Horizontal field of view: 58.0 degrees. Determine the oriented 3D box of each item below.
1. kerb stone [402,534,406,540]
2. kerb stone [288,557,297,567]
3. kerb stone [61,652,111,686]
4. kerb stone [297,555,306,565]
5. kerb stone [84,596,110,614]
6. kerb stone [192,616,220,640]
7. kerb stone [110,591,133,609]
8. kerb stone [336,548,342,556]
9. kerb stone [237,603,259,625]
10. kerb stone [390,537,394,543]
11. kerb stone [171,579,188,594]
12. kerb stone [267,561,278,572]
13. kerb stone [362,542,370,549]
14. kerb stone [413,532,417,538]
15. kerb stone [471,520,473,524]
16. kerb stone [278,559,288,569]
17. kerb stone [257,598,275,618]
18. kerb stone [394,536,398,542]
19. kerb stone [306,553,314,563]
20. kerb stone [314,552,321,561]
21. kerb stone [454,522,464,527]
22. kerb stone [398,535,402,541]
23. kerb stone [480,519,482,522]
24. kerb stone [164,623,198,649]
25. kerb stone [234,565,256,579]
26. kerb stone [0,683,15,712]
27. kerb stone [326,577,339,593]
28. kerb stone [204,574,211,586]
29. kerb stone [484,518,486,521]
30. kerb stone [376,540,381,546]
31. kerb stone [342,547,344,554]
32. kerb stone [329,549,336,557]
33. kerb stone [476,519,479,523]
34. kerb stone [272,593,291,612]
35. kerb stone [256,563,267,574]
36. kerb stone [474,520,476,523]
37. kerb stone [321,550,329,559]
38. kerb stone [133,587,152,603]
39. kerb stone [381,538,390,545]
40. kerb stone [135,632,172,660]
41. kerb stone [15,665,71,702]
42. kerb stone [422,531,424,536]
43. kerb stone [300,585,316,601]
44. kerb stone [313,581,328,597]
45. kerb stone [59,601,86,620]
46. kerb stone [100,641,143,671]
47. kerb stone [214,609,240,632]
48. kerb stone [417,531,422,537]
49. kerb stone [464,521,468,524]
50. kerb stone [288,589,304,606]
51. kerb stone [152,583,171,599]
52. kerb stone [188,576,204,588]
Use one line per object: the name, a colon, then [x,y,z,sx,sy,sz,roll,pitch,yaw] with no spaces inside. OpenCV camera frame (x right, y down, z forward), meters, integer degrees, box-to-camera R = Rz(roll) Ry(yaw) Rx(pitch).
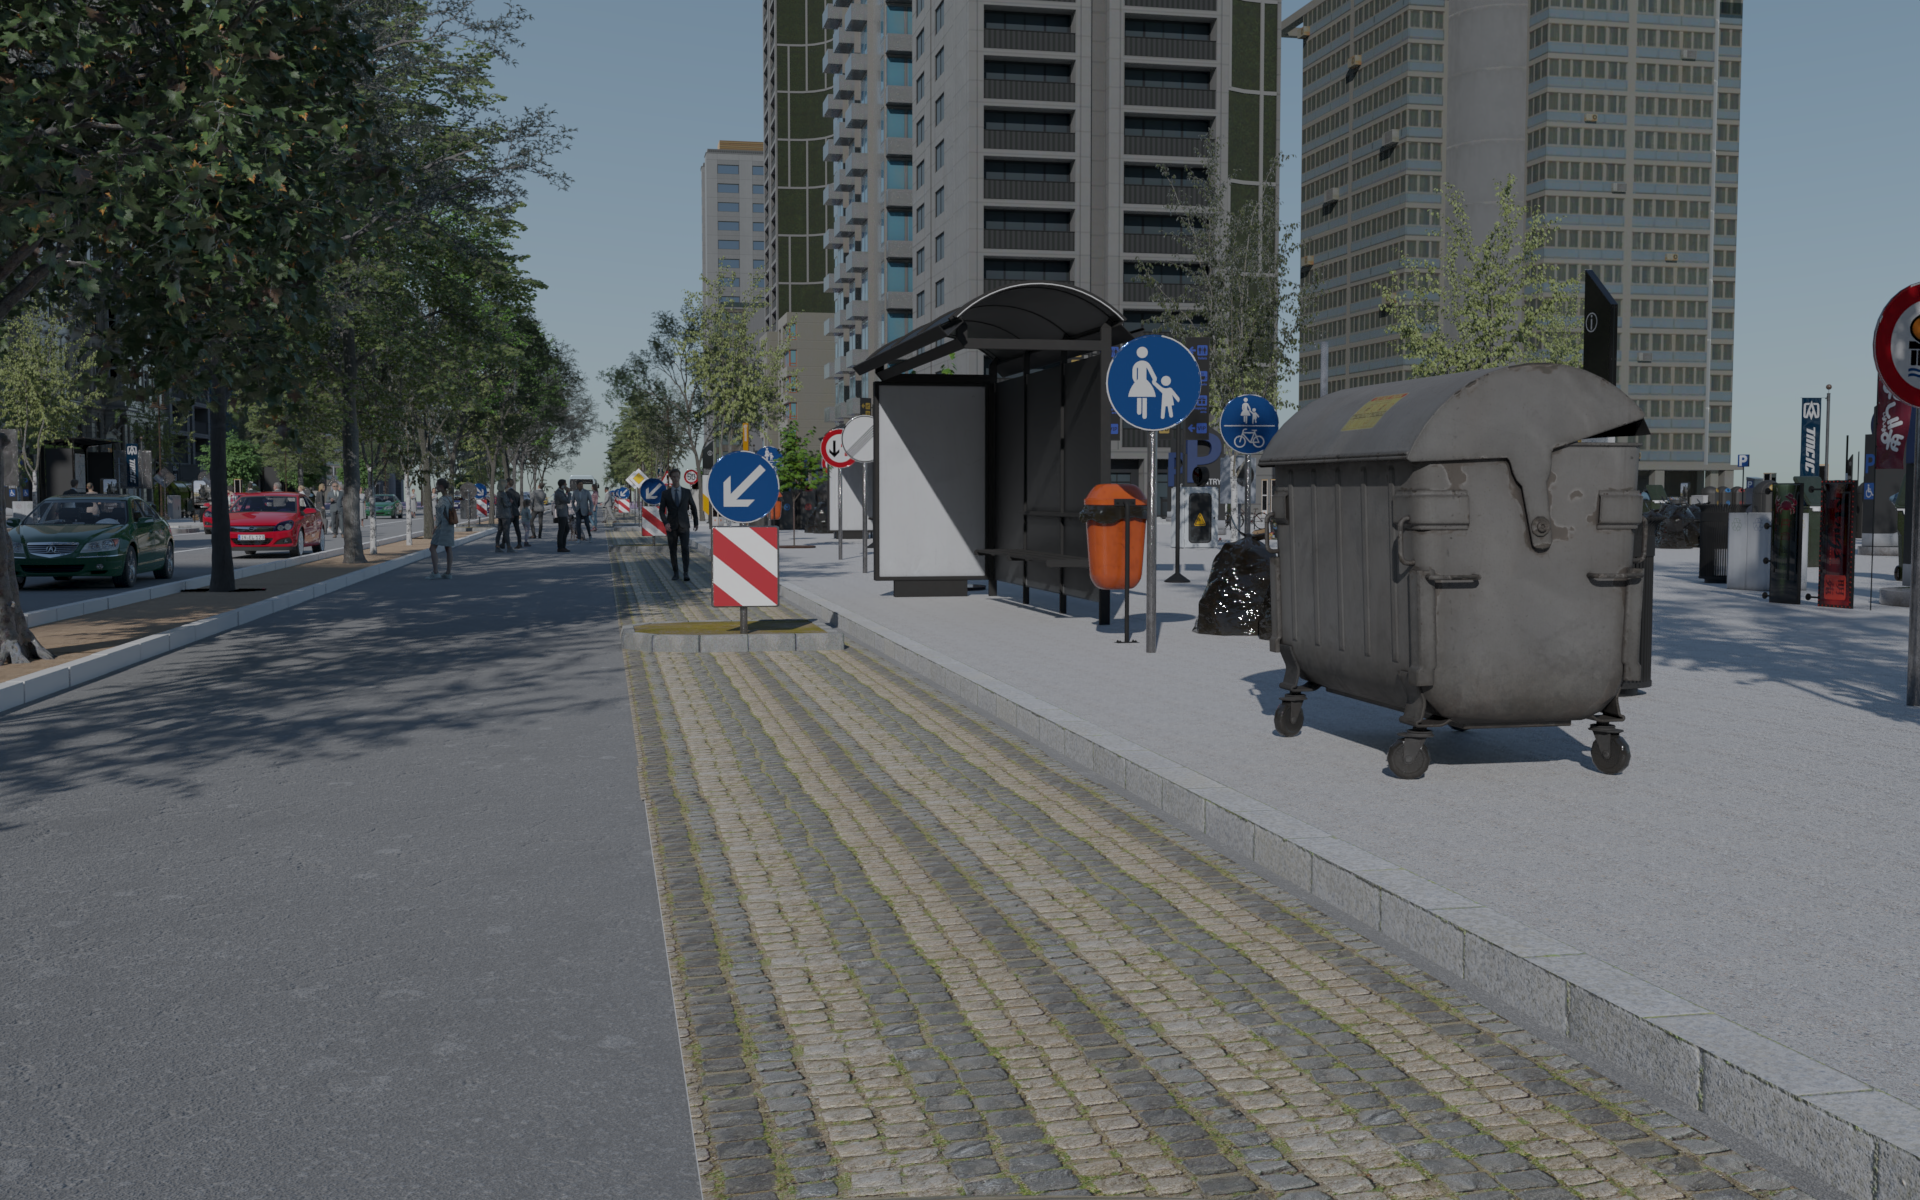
kerb stone: [-17.172,-1.883,53.047,0.120,0.150,1.000,-1,4,-12]
kerb stone: [-13.204,-0.716,33.982,0.120,0.150,1.000,-1,4,-12]
kerb stone: [-6.778,0.542,13.362,0.120,0.150,1.000,-1,4,-12]
kerb stone: [-13.419,-0.782,34.981,0.120,0.150,1.000,-1,4,-12]
kerb stone: [-10.501,0.078,20.918,0.120,0.150,1.000,-1,4,-12]
kerb stone: [-7.617,0.295,17.366,0.120,0.150,1.000,-1,4,-12]
kerb stone: [-10.700,0.020,21.921,0.120,0.150,1.000,-1,4,-12]
kerb stone: [-14.463,-1.088,39.991,0.120,0.150,1.000,-1,4,-12]
kerb stone: [-8.028,0.173,19.373,0.120,0.150,1.000,-1,4,-12]
kerb stone: [-16.545,-1.703,50.041,0.120,0.150,1.000,-1,4,-12]
kerb stone: [-11.337,-0.167,24.927,0.120,0.150,1.000,-1,4,-12]
kerb stone: [-12.792,-0.595,31.960,0.120,0.150,1.000,-1,4,-12]
kerb stone: [-15.718,-1.457,46.014,0.120,0.150,1.000,-1,4,-12]
kerb stone: [-17.787,-2.071,56.051,0.120,0.150,1.000,-1,4,-12]
kerb stone: [-22.921,-3.579,80.712,0.120,0.150,1.000,-1,4,-12]
kerb stone: [-13.001,-0.659,32.972,0.120,0.150,1.000,-1,4,-12]
kerb stone: [-8.244,0.115,20.380,0.120,0.150,1.000,-1,4,-12]
kerb stone: [-16.753,-1.763,51.042,0.120,0.150,1.000,-1,4,-12]
kerb stone: [-13.628,-0.843,35.986,0.120,0.150,1.000,-1,4,-12]
kerb stone: [-13.847,-0.899,36.986,0.120,0.150,1.000,-1,4,-12]
kerb stone: [-21.877,-3.271,75.674,0.120,0.150,1.000,-1,4,-12]
kerb stone: [-16.967,-1.825,52.042,0.120,0.150,1.000,-1,4,-12]
kerb stone: [-24.178,-3.948,86.746,0.120,0.150,1.000,-1,4,-12]
kerb stone: [-7.409,0.357,16.365,0.120,0.150,1.000,-1,4,-12]
kerb stone: [-12.371,-0.472,29.946,0.120,0.150,1.000,-1,4,-12]
kerb stone: [-6.368,0.666,11.356,0.120,0.150,1.000,-1,4,-12]
kerb stone: [-9.280,-0.196,25.399,0.120,0.150,1.000,-1,4,-12]
kerb stone: [-11.758,-0.290,26.939,0.120,0.150,1.000,-1,4,-12]
kerb stone: [-24.804,-4.127,89.760,0.120,0.150,1.000,-1,4,-12]
kerb stone: [-15.927,-1.516,47.018,0.120,0.150,1.000,-1,4,-12]
kerb stone: [-14.679,-1.145,40.990,0.120,0.150,1.000,-1,4,-12]
kerb stone: [-14.252,-1.027,38.991,0.120,0.150,1.000,-1,4,-12]
kerb stone: [-23.758,-3.825,84.735,0.120,0.150,1.000,-1,4,-12]
kerb stone: [-8.448,0.050,21.382,0.120,0.150,1.000,-1,4,-12]
kerb stone: [-12.584,-0.536,30.956,0.120,0.150,1.000,-1,4,-12]
kerb stone: [-23.346,-3.700,82.722,0.120,0.150,1.000,-1,4,-12]
kerb stone: [-14.048,-0.963,37.988,0.120,0.150,1.000,-1,4,-12]
kerb stone: [-10.917,-0.045,22.925,0.120,0.150,1.000,-1,4,-12]
kerb stone: [-16.337,-1.636,49.037,0.120,0.150,1.000,-1,4,-12]
kerb stone: [-7.203,0.418,15.362,0.120,0.150,1.000,-1,4,-12]
kerb stone: [-6.574,0.603,12.357,0.120,0.150,1.000,-1,4,-12]
kerb stone: [-18.430,-2.250,59.058,0.120,0.150,1.000,-1,4,-12]
kerb stone: [-8.875,-0.071,23.384,0.120,0.150,1.000,-1,4,-12]
kerb stone: [-9.077,-0.134,24.389,0.120,0.150,1.000,-1,4,-12]
kerb stone: [-10.293,0.139,19.917,0.120,0.150,1.000,-1,4,-12]
kerb stone: [-6.993,0.479,14.362,0.120,0.150,1.000,-1,4,-12]
kerb stone: [-7.828,0.234,18.366,0.120,0.150,1.000,-1,4,-12]
kerb stone: [-18.217,-2.193,58.058,0.120,0.150,1.000,-1,4,-12]
kerb stone: [-22.292,-3.394,77.690,0.120,0.150,1.000,-1,4,-12]
kerb stone: [-8.655,-0.011,22.383,0.120,0.150,1.000,-1,4,-12]
kerb stone: [-11.117,-0.106,23.928,0.120,0.150,1.000,-1,4,-12]
kerb stone: [-11.538,-0.229,25.933,0.120,0.150,1.000,-1,4,-12]
